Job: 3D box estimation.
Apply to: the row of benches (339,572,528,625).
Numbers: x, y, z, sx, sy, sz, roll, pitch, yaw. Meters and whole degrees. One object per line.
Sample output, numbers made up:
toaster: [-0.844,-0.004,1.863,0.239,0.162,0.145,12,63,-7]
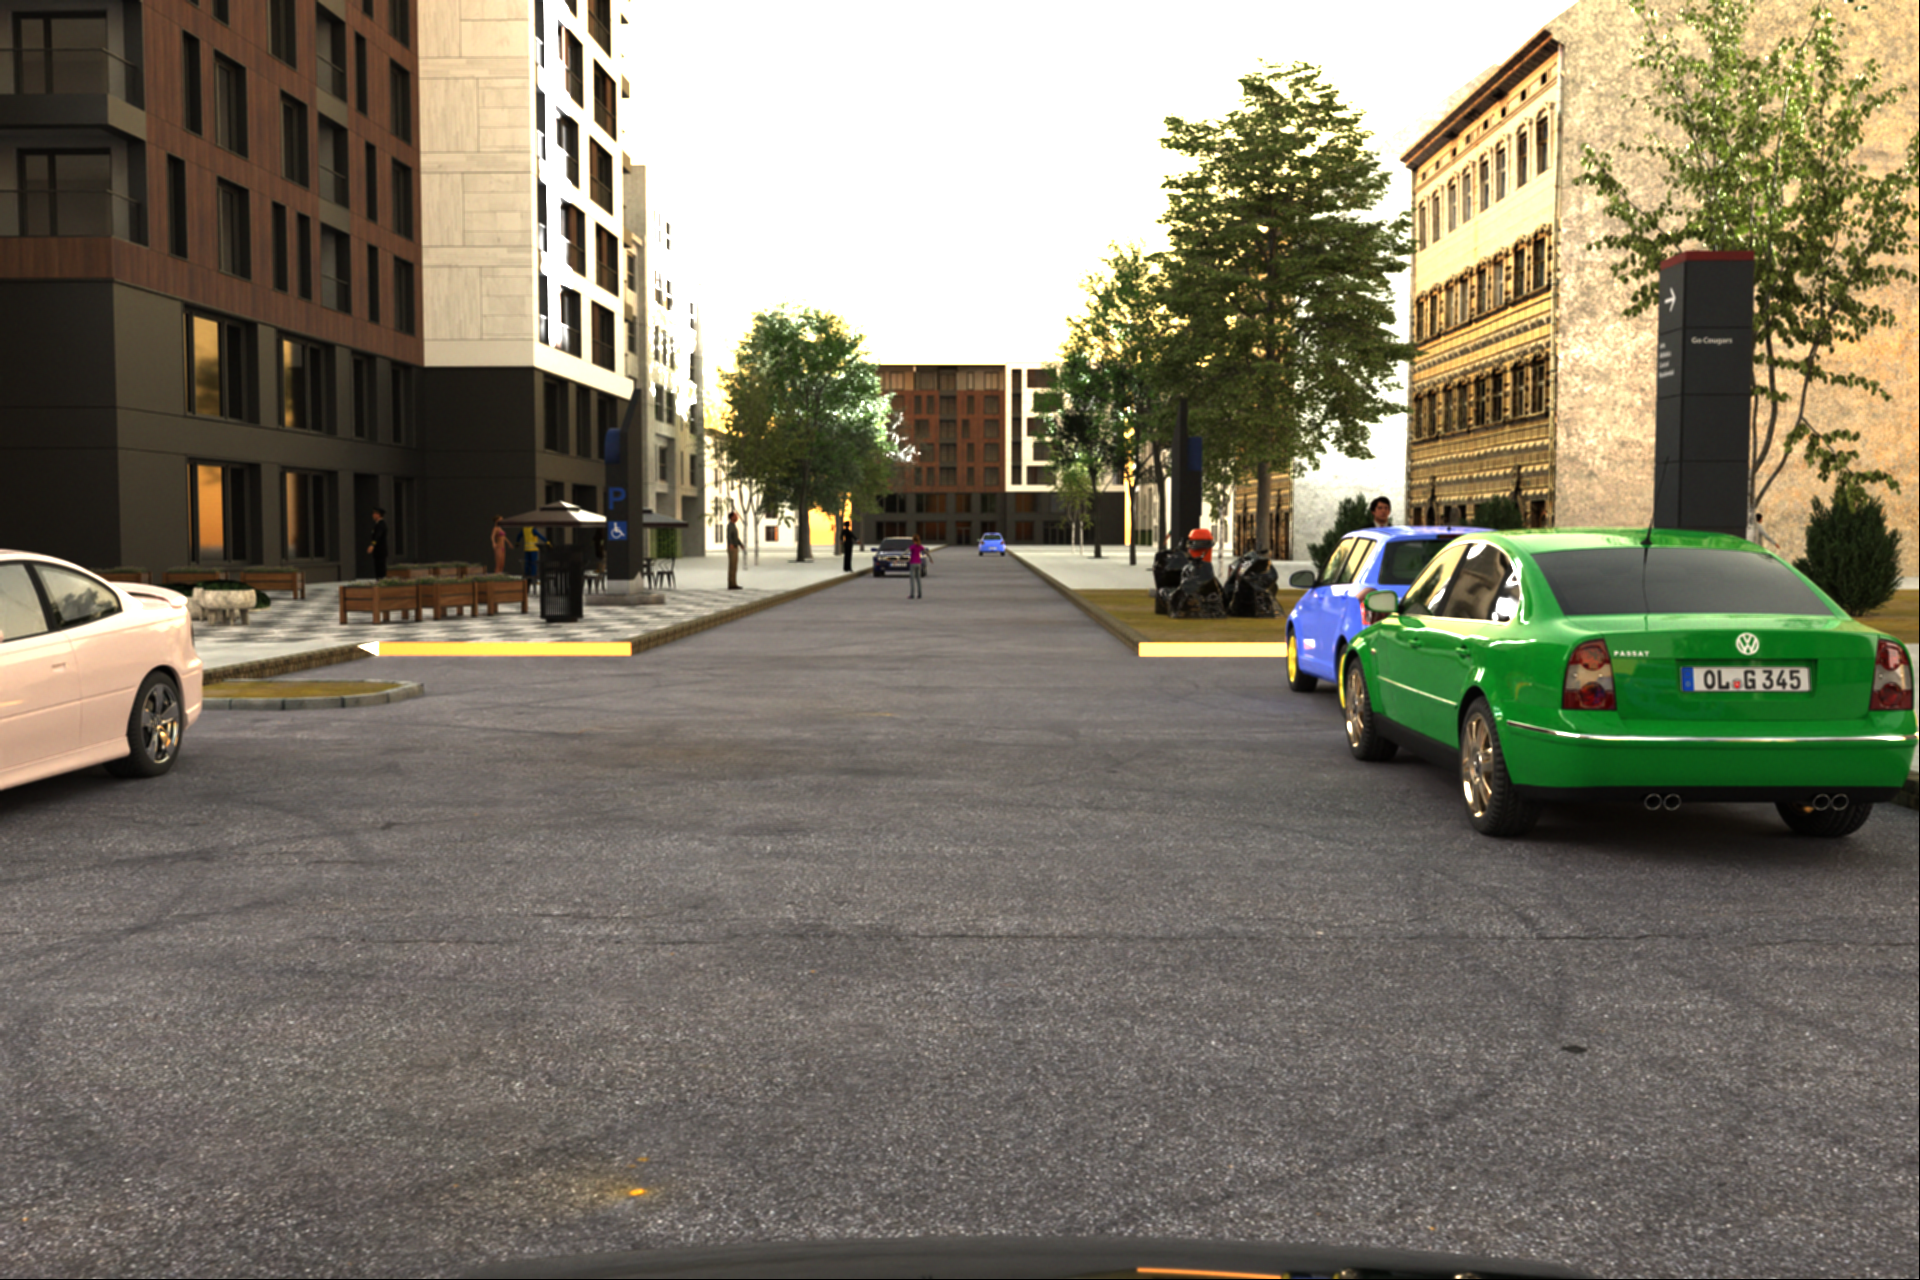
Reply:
row of benches: [-7.878,-0.669,26.405,1.422,0.672,4.104,1,4,18]

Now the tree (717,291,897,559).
tree: [-8.101,-11.254,90.664,9.857,13.997,8.962,0,3,0]

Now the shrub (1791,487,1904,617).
shrub: [13.869,-1.411,27.115,1.661,2.075,1.752,0,3,0]

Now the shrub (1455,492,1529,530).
shrub: [9.596,-1.615,30.832,1.690,2.028,1.600,0,3,0]

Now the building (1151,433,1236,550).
building: [22.932,-12.991,154.545,9.099,9.664,28.070,0,4,1]

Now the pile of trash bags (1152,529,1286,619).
pile of trash bags: [4.044,-1.108,27.872,1.912,1.369,3.447,0,4,-1]

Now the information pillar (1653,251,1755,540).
information pillar: [6.935,-1.641,16.209,0.750,3.857,0.750,0,4,1]

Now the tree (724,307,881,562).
tree: [-7.147,-9.368,78.920,9.928,11.665,9.643,0,3,0]

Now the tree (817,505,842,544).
tree: [-16.025,-16.293,216.747,4.737,8.622,4.395,0,3,0]

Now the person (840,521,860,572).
person: [-3.743,-3.188,58.845,0.721,1.740,1.216,-2,4,-35]

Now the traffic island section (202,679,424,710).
traffic island section: [-5.817,0.476,15.087,1.991,0.108,1.994,0,4,1]

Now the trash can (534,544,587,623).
trash can: [-5.792,-0.826,25.154,0.748,1.137,0.748,0,3,0]

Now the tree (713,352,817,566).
tree: [-8.129,-7.325,70.134,4.737,8.622,4.395,0,3,0]

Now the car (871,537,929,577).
car: [-2.024,-2.828,58.817,1.945,1.354,3.894,0,4,0]

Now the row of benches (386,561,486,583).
row of benches: [-11.605,-1.396,38.289,1.422,0.672,4.104,0,4,8]

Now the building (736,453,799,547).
building: [-20.351,-14.631,181.367,9.099,9.664,28.070,0,4,1]

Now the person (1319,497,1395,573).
person: [4.236,-0.538,17.438,1.347,1.806,0.705,0,4,2]

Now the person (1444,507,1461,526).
person: [9.769,-1.719,34.237,1.348,1.813,0.705,0,4,-1]

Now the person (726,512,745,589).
person: [-5.248,-2.079,40.266,0.705,1.796,1.348,0,4,4]

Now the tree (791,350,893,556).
tree: [-7.692,-11.294,102.780,7.486,12.596,7.792,0,3,0]

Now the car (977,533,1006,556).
car: [2.104,-6.417,114.511,1.945,1.707,3.694,0,4,0]

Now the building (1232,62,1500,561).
building: [24.980,-15.865,90.315,19.493,23.208,18.063,0,4,0]

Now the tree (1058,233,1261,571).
tree: [7.003,-8.258,60.773,9.928,11.665,9.643,0,3,0]

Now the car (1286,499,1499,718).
car: [3.825,-0.310,14.653,1.945,1.707,3.694,0,4,1]

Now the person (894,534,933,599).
person: [-1.019,-1.638,38.511,0.991,1.433,0.599,-2,4,-32]

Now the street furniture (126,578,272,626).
street furniture: [-13.726,-0.695,26.982,5.734,0.657,10.072,-2,4,-24]

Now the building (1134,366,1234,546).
building: [28.974,-19.838,190.807,16.747,18.905,31.486,0,4,0]

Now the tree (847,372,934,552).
tree: [-7.045,-13.202,126.214,12.009,13.543,11.850,0,3,0]

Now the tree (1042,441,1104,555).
tree: [7.369,-9.605,107.398,4.737,8.622,4.395,0,3,0]

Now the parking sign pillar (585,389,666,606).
parking sign pillar: [-6.125,-2.639,31.612,1.447,3.967,1.447,0,4,1]

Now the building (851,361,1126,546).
building: [3.117,-22.691,217.426,32.646,21.610,27.936,0,4,-1]

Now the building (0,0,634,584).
building: [-27.006,-12.660,50.967,27.936,21.610,32.646,0,4,2]

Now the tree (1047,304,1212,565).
tree: [6.865,-8.367,71.217,7.601,10.594,8.767,-2,4,-33]

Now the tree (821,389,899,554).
tree: [-7.773,-11.412,112.339,9.928,11.665,9.643,0,3,0]

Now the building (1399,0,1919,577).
building: [27.216,-14.042,60.523,19.493,23.208,18.063,0,4,1]

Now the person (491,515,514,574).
person: [-11.005,-2.131,41.645,0.721,1.733,1.217,0,4,5]

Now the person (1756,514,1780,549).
person: [20.436,-2.335,44.357,0.705,1.806,1.347,-1,4,-15]

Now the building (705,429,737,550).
building: [-23.844,-12.761,150.794,9.099,9.664,28.070,0,4,1]

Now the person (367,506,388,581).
person: [-11.736,-1.775,34.950,0.705,1.837,1.347,-1,4,-10]

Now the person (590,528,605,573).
person: [-11.870,-3.103,56.873,0.704,1.812,1.346,-2,4,-27]

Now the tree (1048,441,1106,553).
tree: [7.503,-10.172,116.668,4.360,8.622,3.978,0,3,0]

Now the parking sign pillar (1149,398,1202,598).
parking sign pillar: [4.561,-2.850,35.063,1.447,3.967,1.447,0,4,-1]

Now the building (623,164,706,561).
building: [-23.376,-13.270,83.420,16.747,18.905,31.486,0,4,1]

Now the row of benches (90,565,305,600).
row of benches: [-14.794,-1.118,33.742,4.104,0.672,1.422,0,4,-7]

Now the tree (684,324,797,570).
tree: [-7.529,-6.745,60.637,4.360,8.622,3.978,0,3,0]

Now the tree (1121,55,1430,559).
tree: [7.630,-7.543,41.460,7.486,12.596,7.792,0,3,0]

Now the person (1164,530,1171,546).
person: [6.895,-2.957,54.481,1.347,1.817,0.704,-2,4,-32]

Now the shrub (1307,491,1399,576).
shrub: [6.941,-1.578,30.226,1.690,2.028,1.600,0,3,0]

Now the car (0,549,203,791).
car: [-5.653,0.211,8.913,2.083,1.381,4.827,0,4,0]

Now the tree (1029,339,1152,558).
tree: [7.214,-10.178,92.169,9.928,11.665,9.643,0,3,0]

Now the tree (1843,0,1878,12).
tree: [24.228,-10.881,33.794,12.611,20.169,13.585,0,3,0]

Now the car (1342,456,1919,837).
car: [3.355,-0.047,9.568,1.959,1.807,4.718,0,4,0]

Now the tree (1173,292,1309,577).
tree: [7.949,-6.162,51.107,4.737,8.622,4.395,0,3,0]

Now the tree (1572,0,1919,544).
tree: [9.543,-4.304,20.731,4.737,8.622,4.395,0,3,0]

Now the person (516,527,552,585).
person: [-10.856,-2.299,44.051,1.216,1.772,0.721,2,4,30]
